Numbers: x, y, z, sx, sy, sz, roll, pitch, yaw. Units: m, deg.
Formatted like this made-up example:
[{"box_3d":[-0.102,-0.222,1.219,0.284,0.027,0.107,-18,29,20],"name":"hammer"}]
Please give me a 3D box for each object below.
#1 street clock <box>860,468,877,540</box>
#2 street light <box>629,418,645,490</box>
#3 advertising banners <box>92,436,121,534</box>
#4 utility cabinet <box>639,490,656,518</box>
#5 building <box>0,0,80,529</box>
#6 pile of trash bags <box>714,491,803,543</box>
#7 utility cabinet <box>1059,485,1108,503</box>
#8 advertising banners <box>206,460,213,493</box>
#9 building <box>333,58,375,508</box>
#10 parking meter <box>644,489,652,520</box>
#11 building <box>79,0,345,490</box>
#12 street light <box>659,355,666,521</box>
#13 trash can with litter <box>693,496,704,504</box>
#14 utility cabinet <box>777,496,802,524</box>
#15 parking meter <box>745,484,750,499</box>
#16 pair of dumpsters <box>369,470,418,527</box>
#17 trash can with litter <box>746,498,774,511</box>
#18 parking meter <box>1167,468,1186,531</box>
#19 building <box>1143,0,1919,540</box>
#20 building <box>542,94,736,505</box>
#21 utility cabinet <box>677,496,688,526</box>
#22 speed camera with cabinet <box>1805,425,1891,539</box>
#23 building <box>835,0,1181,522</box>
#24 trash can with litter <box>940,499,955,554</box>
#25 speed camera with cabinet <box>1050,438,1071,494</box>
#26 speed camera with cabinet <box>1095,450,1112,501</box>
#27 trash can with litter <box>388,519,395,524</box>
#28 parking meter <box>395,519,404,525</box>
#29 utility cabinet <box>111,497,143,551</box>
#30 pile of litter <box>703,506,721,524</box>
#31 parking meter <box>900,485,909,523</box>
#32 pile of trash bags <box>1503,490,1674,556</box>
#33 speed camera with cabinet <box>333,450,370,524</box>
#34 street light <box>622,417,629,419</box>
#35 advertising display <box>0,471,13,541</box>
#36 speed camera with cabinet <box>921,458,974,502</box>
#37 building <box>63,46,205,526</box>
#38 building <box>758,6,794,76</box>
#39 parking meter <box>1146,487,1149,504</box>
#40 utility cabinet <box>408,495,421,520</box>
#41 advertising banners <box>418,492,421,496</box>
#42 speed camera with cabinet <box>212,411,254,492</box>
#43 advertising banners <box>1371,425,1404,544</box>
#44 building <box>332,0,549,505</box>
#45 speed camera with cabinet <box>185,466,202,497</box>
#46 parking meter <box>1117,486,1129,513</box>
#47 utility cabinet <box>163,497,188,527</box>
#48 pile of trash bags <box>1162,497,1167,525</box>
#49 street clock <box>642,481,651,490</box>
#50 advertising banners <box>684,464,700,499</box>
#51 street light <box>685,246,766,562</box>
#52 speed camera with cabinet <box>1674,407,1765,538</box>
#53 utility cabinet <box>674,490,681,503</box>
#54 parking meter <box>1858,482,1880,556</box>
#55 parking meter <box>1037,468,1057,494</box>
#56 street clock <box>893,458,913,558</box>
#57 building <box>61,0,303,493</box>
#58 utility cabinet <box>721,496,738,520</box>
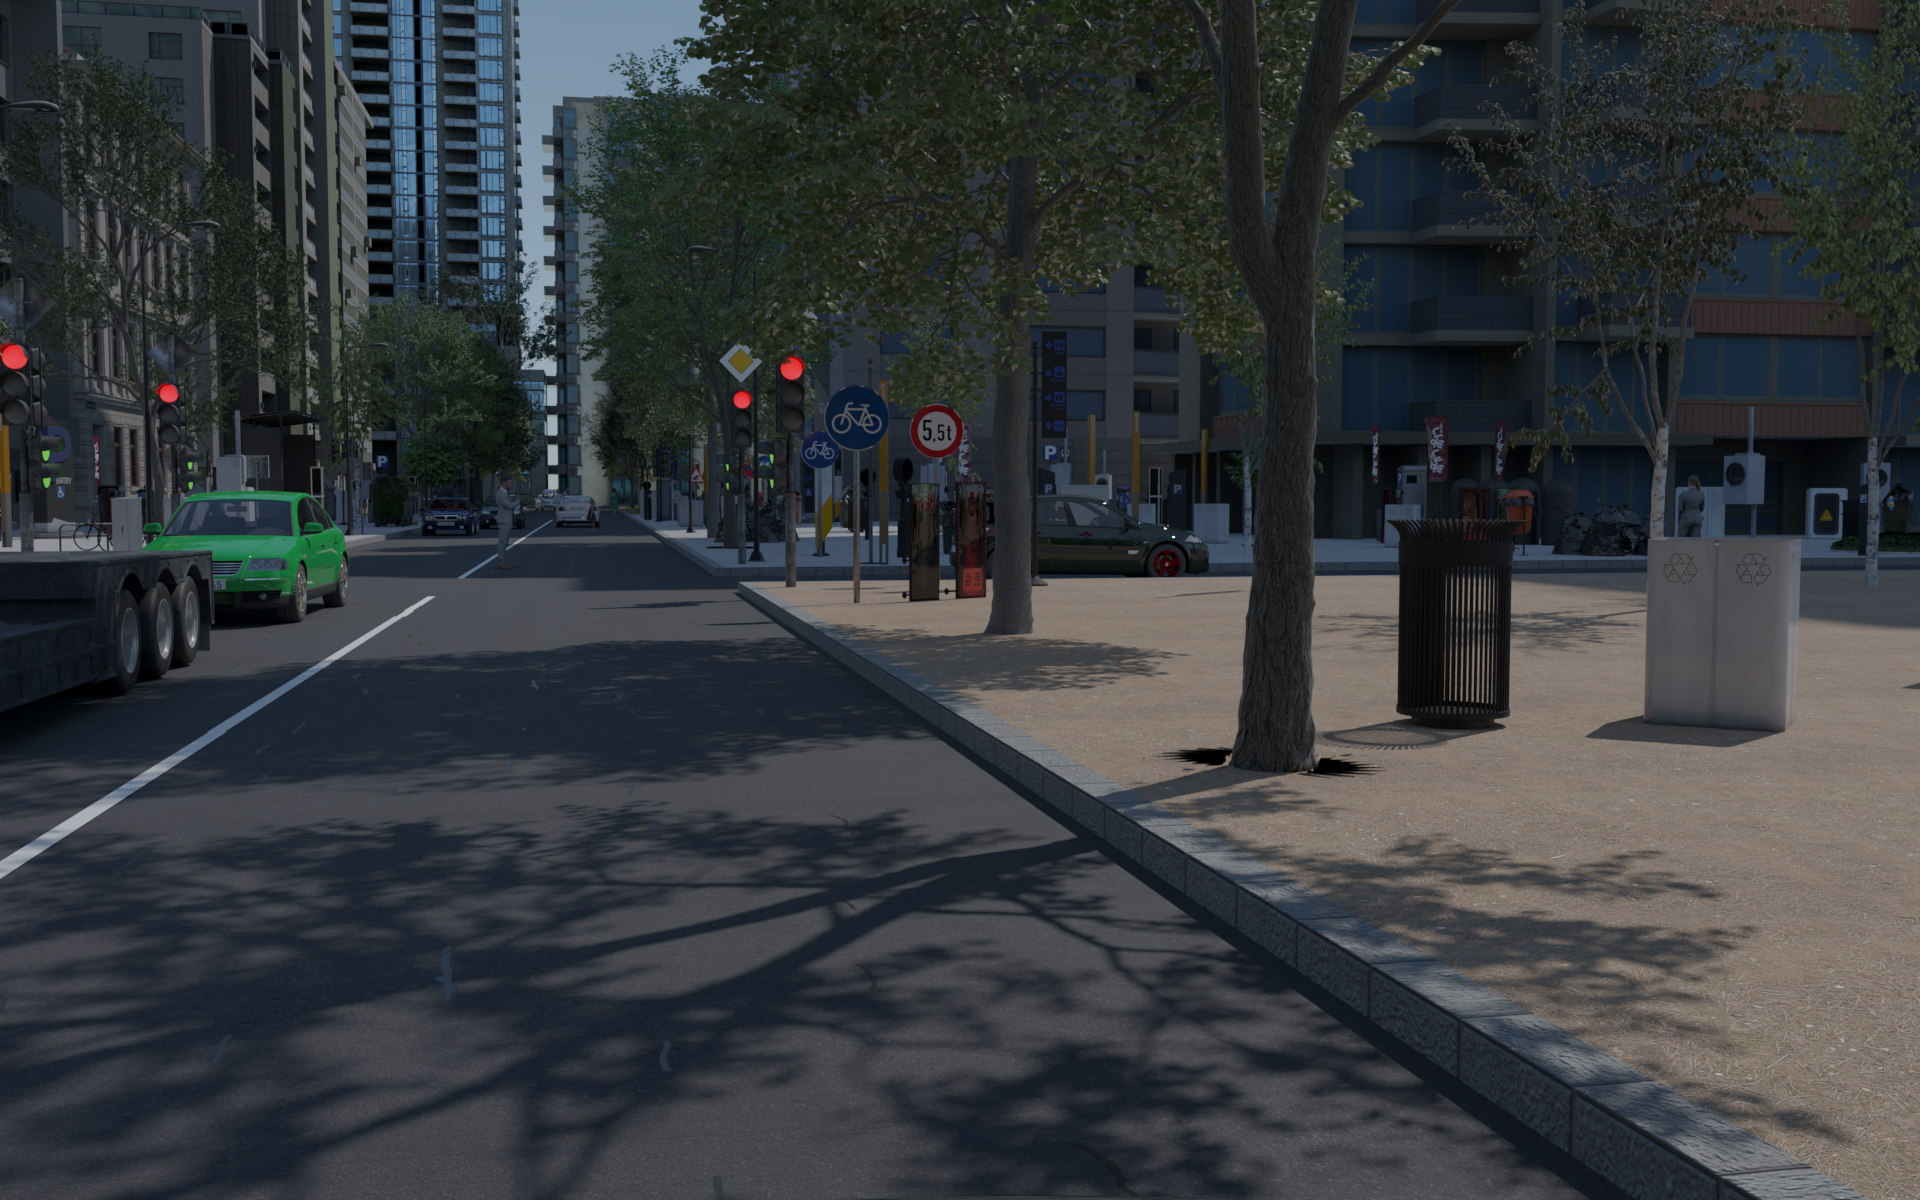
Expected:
[{"box_3d":[-2.575,-2.691,48.572,0.471,2.002,0.358,0,4,1],"name":"street clock"},{"box_3d":[-14.621,-6.652,81.294,1.470,5.913,1.316,-1,4,-12],"name":"street light"},{"box_3d":[-26.089,-3.472,52.962,0.090,3.025,2.074,0,4,-6],"name":"advertising banners"},{"box_3d":[-16.617,-5.157,93.002,1.173,1.500,0.318,1,4,22],"name":"utility cabinet"},{"box_3d":[-37.734,-14.150,50.411,14.314,24.678,30.058,-1,4,-12],"name":"building"},{"box_3d":[-5.189,-2.279,47.011,1.912,1.369,3.447,1,4,20],"name":"pile of trash bags"},{"box_3d":[3.025,-2.065,42.436,1.173,1.500,0.318,0,4,-5],"name":"utility cabinet"},{"box_3d":[-39.028,-5.741,90.048,0.090,3.025,2.074,-2,4,-33],"name":"advertising banners"},{"box_3d":[-62.992,-27.810,146.569,23.993,40.220,32.217,-1,4,-12],"name":"building"},{"box_3d":[-15.421,-4.716,85.522,0.372,1.533,0.369,0,3,0],"name":"parking meter"},{"box_3d":[-51.238,-26.666,119.589,14.154,41.232,14.086,-1,4,-12],"name":"building"},{"box_3d":[-9.437,-5.167,57.020,1.470,5.913,1.316,-1,4,-12],"name":"street light"},{"box_3d":[-13.296,-4.577,86.220,1.055,1.170,0.624,-3,4,-38],"name":"trash can with litter"},{"box_3d":[-7.213,-3.792,73.166,1.020,1.237,0.306,-1,4,-17],"name":"utility cabinet"},{"box_3d":[-12.159,-5.709,99.056,0.255,1.863,0.399,-1,4,-9],"name":"parking meter"},{"box_3d":[-22.494,-4.053,68.765,1.574,2.255,4.437,-1,4,-12],"name":"pair of dumpsters"},{"box_3d":[-6.080,-2.518,52.558,1.055,1.170,0.624,1,4,13],"name":"trash can with litter"},{"box_3d":[4.901,-2.055,39.306,0.399,1.863,0.255,0,4,-1],"name":"parking meter"},{"box_3d":[21.307,-24.748,59.259,28.867,44.769,22.147,-1,4,-12],"name":"building"},{"box_3d":[-34.685,-36.116,210.110,30.456,49.044,23.786,-1,4,-12],"name":"building"},{"box_3d":[-11.270,-3.627,70.455,0.306,1.237,1.020,-1,4,-19],"name":"utility cabinet"},{"box_3d":[25.106,-3.342,48.970,2.038,3.252,0.660,1,4,18],"name":"speed camera with cabinet"},{"box_3d":[1.963,-33.781,94.323,21.231,58.520,28.212,-1,4,-12],"name":"building"},{"box_3d":[0.017,-1.567,37.015,1.055,1.170,0.624,-3,5,-39],"name":"trash can with litter"},{"box_3d":[2.936,-3.534,52.122,0.660,3.252,2.038,0,4,-1],"name":"speed camera with cabinet"},{"box_3d":[5.811,-5.138,78.345,2.038,3.252,0.660,1,4,18],"name":"speed camera with cabinet"},{"box_3d":[-23.883,-3.784,73.262,1.055,1.170,0.624,2,4,31],"name":"trash can with litter"},{"box_3d":[-23.107,-3.849,71.341,0.372,1.533,0.369,0,3,0],"name":"parking meter"},{"box_3d":[-16.949,-1.472,35.223,0.306,1.237,1.020,-3,5,-42],"name":"utility cabinet"},{"box_3d":[-10.115,-3.635,73.400,1.719,0.858,1.176,3,4,38],"name":"pile of litter"},{"box_3d":[-1.218,-1.970,40.625,0.372,1.533,0.369,0,3,0],"name":"parking meter"},{"box_3d":[13.087,-1.626,36.334,3.447,1.369,1.912,0,4,-6],"name":"pile of trash bags"},{"box_3d":[-26.400,-4.887,74.232,2.038,3.252,0.660,1,4,10],"name":"speed camera with cabinet"},{"box_3d":[-19.747,-8.106,105.079,1.470,5.913,1.316,-1,4,-12],"name":"street light"},{"box_3d":[-26.145,-2.543,46.794,0.974,1.923,0.123,-3,4,-37],"name":"advertising display"},{"box_3d":[-0.161,-3.593,53.076,2.038,3.252,0.660,-1,4,-11],"name":"speed camera with cabinet"},{"box_3d":[-41.595,-14.716,76.760,11.583,22.565,21.152,-1,4,-12],"name":"building"},{"box_3d":[-6.949,-32.942,158.206,23.786,49.044,30.456,-1,4,-12],"name":"building"},{"box_3d":[6.479,-3.064,58.515,0.372,1.533,0.369,0,3,0],"name":"parking meter"},{"box_3d":[-31.142,-5.336,98.406,1.020,1.237,0.306,1,4,16],"name":"utility cabinet"},{"box_3d":[-30.981,-6.417,101.102,2.074,3.025,0.090,1,4,16],"name":"advertising banners"},{"box_3d":[-17.478,-2.901,41.760,0.660,3.252,2.038,-1,4,-14],"name":"speed camera with cabinet"},{"box_3d":[11.083,-2.984,44.975,0.090,3.025,2.074,3,4,38],"name":"advertising banners"},{"box_3d":[-64.646,-54.402,202.140,31.000,86.520,22.319,-1,4,-12],"name":"building"},{"box_3d":[-31.653,-4.823,73.197,2.038,3.252,0.660,-1,4,-21],"name":"speed camera with cabinet"},{"box_3d":[4.857,-2.642,51.603,0.372,1.533,0.369,0,3,0],"name":"parking meter"},{"box_3d":[-15.437,-1.447,34.824,1.020,1.237,0.306,0,4,-2],"name":"utility cabinet"},{"box_3d":[9.718,-3.842,72.570,3.447,1.369,1.912,2,4,28],"name":"pile of trash bags"},{"box_3d":[-17.662,-5.697,97.723,0.471,2.002,0.358,-3,5,-44],"name":"street clock"},{"box_3d":[-15.578,-6.393,100.708,0.090,3.025,2.074,-2,4,-34],"name":"advertising banners"},{"box_3d":[-4.401,-3.678,32.678,1.470,5.913,1.316,-1,4,-12],"name":"street light"},{"box_3d":[17.504,-2.790,39.946,0.660,3.252,2.038,-2,4,-25],"name":"speed camera with cabinet"},{"box_3d":[-16.428,-5.627,100.681,0.318,1.500,1.173,-1,4,-16],"name":"utility cabinet"},{"box_3d":[18.892,-1.687,35.992,0.372,1.533,0.369,0,3,0],"name":"parking meter"},{"box_3d":[1.957,-2.047,39.179,0.399,1.863,0.255,-1,4,-22],"name":"parking meter"},{"box_3d":[-1.150,-1.855,34.902,0.358,2.002,0.471,2,4,26],"name":"street clock"},{"box_3d":[-48.981,-20.447,106.012,14.160,30.474,14.107,-1,4,-12],"name":"building"},{"box_3d":[-8.666,-3.295,65.028,0.306,1.237,1.020,1,4,13],"name":"utility cabinet"}]
